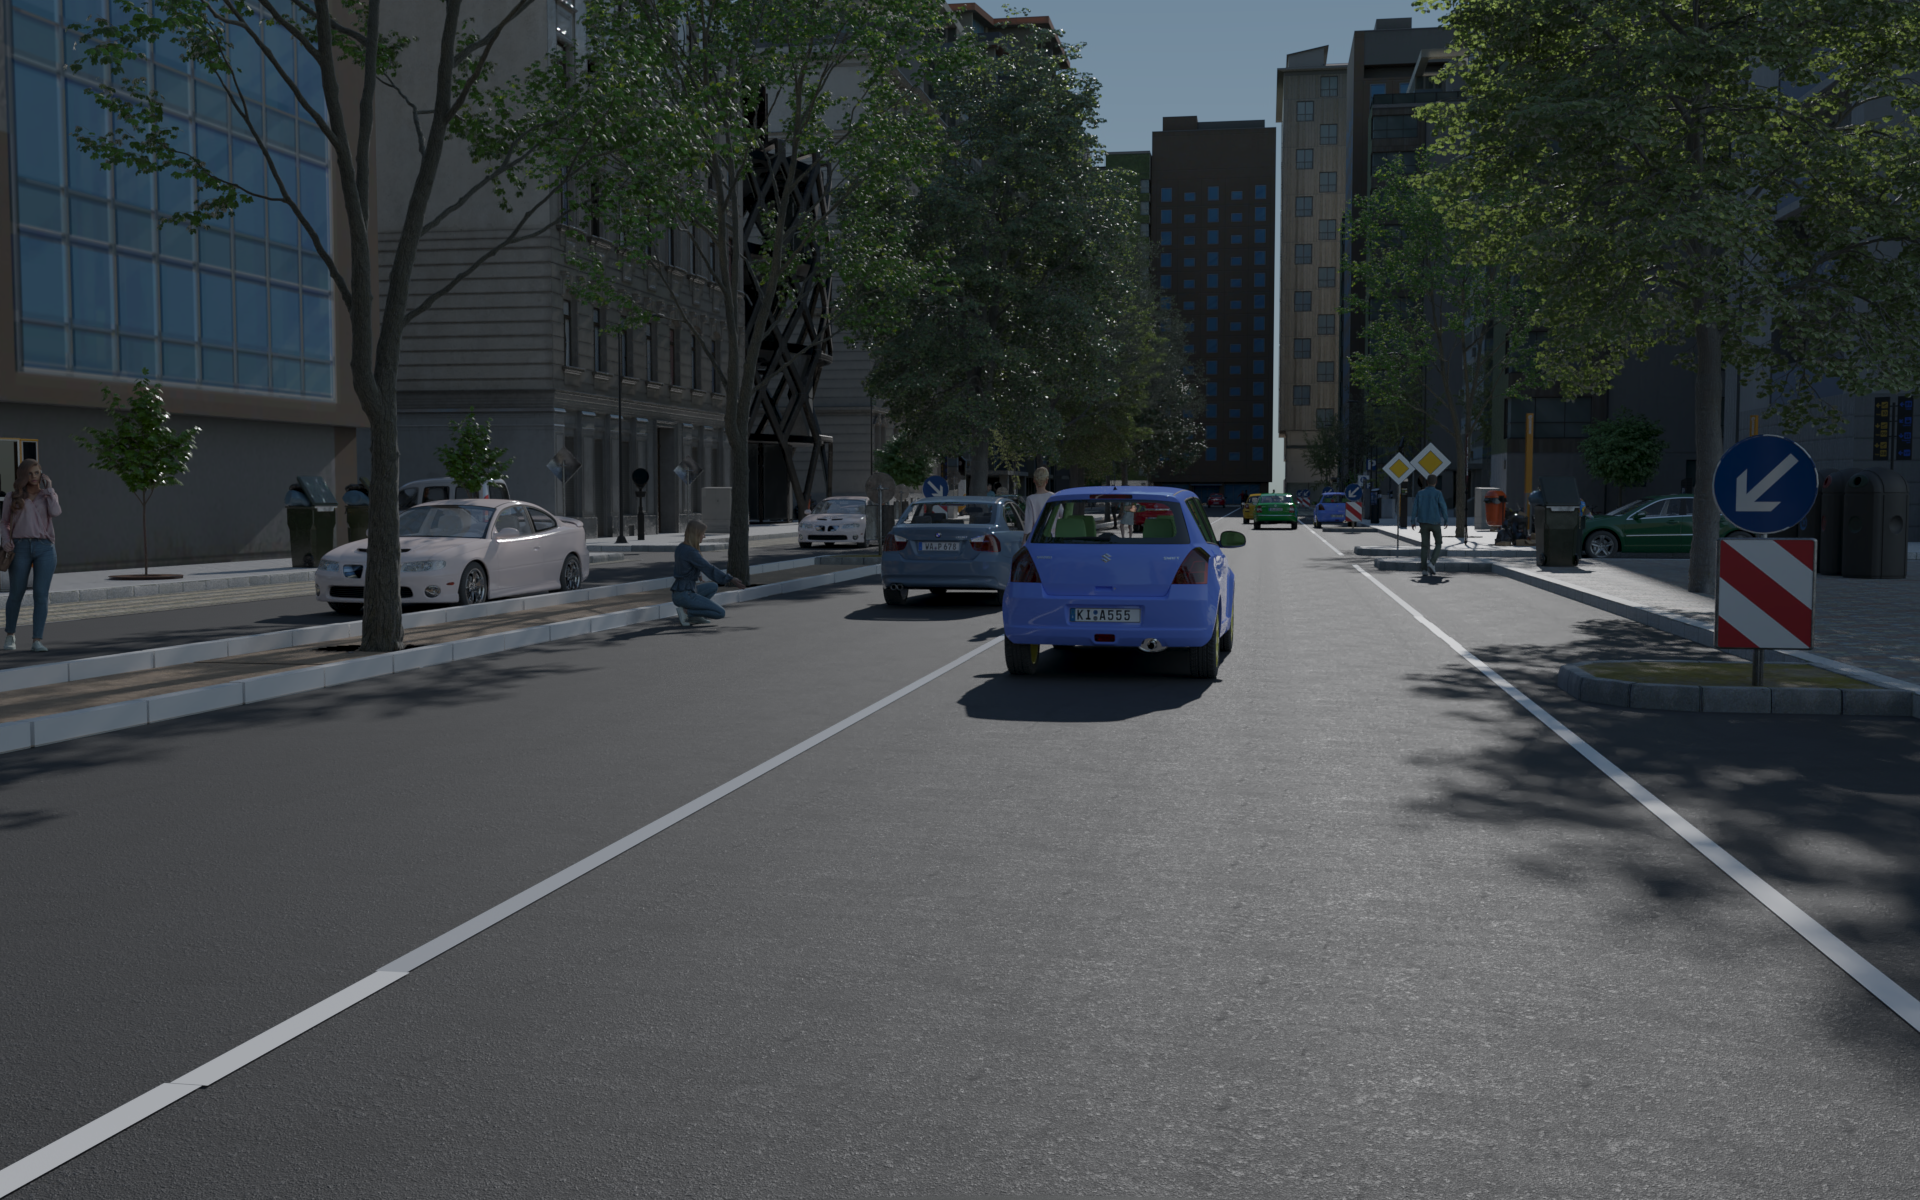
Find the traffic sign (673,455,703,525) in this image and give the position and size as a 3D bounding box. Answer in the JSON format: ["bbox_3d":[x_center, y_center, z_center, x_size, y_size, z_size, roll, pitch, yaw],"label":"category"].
[{"bbox_3d":[-6.966,-2.493,44.397,0.795,2.450,0.064,1,4,10],"label":"traffic sign"}]

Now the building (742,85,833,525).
[{"bbox_3d":[-14.273,-12.694,75.000,16.820,18.784,16.811,1,4,10],"label":"building"}]

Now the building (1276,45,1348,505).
[{"bbox_3d":[52.245,-38.029,211.006,27.495,52.752,28.713,1,4,10],"label":"building"}]

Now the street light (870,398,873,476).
[{"bbox_3d":[-3.251,-6.199,73.899,1.470,5.913,1.316,1,4,10],"label":"street light"}]

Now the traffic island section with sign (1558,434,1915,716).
[{"bbox_3d":[5.363,-0.223,12.270,1.989,1.847,2.006,1,4,10],"label":"traffic island section with sign"}]

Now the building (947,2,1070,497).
[{"bbox_3d":[-1.773,-30.864,159.244,22.147,44.769,28.867,1,4,10],"label":"building"}]

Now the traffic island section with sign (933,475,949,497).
[{"bbox_3d":[-0.483,-2.131,42.971,2.006,1.907,1.989,1,4,10],"label":"traffic island section with sign"}]

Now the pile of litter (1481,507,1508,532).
[{"bbox_3d":[18.392,-2.719,58.417,1.719,0.858,1.176,2,4,25],"label":"pile of litter"}]

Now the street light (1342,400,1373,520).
[{"bbox_3d":[19.863,-6.936,85.937,1.470,5.913,1.316,1,4,10],"label":"street light"}]

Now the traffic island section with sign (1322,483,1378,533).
[{"bbox_3d":[14.762,-3.485,65.613,1.989,1.847,2.006,1,4,10],"label":"traffic island section with sign"}]

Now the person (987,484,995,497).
[{"bbox_3d":[1.213,-3.700,68.861,0.748,1.841,0.638,-2,4,-33],"label":"person"}]

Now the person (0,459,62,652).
[{"bbox_3d":[-8.566,-0.415,15.872,0.593,1.750,0.643,-2,4,-30],"label":"person"}]

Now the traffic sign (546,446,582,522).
[{"bbox_3d":[-8.353,-2.012,36.533,0.795,2.450,0.064,1,4,10],"label":"traffic sign"}]

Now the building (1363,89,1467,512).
[{"bbox_3d":[36.916,-21.754,127.374,14.160,30.474,14.107,1,4,10],"label":"building"}]

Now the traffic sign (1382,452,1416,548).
[{"bbox_3d":[10.457,-2.304,41.314,0.795,2.450,0.064,1,4,10],"label":"traffic sign"}]

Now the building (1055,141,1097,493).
[{"bbox_3d":[6.686,-30.755,186.443,14.086,41.232,14.154,1,4,10],"label":"building"}]

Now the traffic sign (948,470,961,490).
[{"bbox_3d":[-0.313,-5.700,93.297,0.768,2.556,0.104,1,4,17],"label":"traffic sign"}]

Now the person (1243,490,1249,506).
[{"bbox_3d":[25.226,-8.807,152.516,0.705,1.821,1.348,-2,4,-24],"label":"person"}]

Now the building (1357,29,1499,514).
[{"bbox_3d":[49.838,-27.659,144.113,32.217,40.220,23.993,1,4,10],"label":"building"}]

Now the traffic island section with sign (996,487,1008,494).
[{"bbox_3d":[2.306,-5.294,95.186,1.989,1.847,2.006,1,4,10],"label":"traffic island section with sign"}]

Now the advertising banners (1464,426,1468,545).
[{"bbox_3d":[12.881,-2.927,44.039,0.090,3.025,2.074,1,4,16],"label":"advertising banners"}]

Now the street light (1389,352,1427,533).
[{"bbox_3d":[14.690,-5.155,56.830,1.470,5.913,1.316,1,4,10],"label":"street light"}]

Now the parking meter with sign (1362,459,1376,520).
[{"bbox_3d":[20.653,-5.584,87.557,0.543,3.016,1.738,0,4,4],"label":"parking meter with sign"}]

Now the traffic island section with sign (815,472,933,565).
[{"bbox_3d":[-1.779,-1.684,35.677,2.006,1.907,1.989,1,4,10],"label":"traffic island section with sign"}]

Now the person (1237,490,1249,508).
[{"bbox_3d":[29.637,-10.585,181.502,1.348,1.831,0.705,0,4,-5],"label":"person"}]

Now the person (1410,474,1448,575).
[{"bbox_3d":[8.245,-1.320,30.418,0.601,1.785,0.444,2,4,32],"label":"person"}]

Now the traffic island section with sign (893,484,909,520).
[{"bbox_3d":[-2.388,-3.670,68.637,1.989,1.847,2.006,1,4,10],"label":"traffic island section with sign"}]

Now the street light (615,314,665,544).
[{"bbox_3d":[-8.281,-4.420,44.801,1.470,5.913,1.316,1,4,10],"label":"street light"}]

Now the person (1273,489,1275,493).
[{"bbox_3d":[25.083,-7.937,138.357,1.348,1.812,0.705,-1,4,-23],"label":"person"}]

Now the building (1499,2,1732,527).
[{"bbox_3d":[29.247,-18.350,71.719,14.160,30.474,14.107,1,4,10],"label":"building"}]

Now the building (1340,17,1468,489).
[{"bbox_3d":[43.850,-31.453,164.364,14.600,45.320,14.200,1,4,10],"label":"building"}]

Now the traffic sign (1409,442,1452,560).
[{"bbox_3d":[9.069,-1.823,33.450,0.795,2.450,0.064,1,4,10],"label":"traffic sign"}]

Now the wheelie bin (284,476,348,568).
[{"bbox_3d":[-11.385,-1.371,30.325,0.693,1.594,0.980,1,4,19],"label":"wheelie bin"}]

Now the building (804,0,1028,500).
[{"bbox_3d":[-11.412,-27.023,133.712,32.217,40.220,23.993,1,4,10],"label":"building"}]

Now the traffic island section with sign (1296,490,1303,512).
[{"bbox_3d":[28.173,-8.133,141.598,1.989,1.847,2.006,1,4,10],"label":"traffic island section with sign"}]

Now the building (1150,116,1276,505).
[{"bbox_3d":[30.474,-34.111,207.818,14.200,45.320,14.600,1,4,10],"label":"building"}]

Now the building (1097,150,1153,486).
[{"bbox_3d":[16.497,-32.203,210.112,14.086,41.232,14.154,1,4,10],"label":"building"}]

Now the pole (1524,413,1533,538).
[{"bbox_3d":[14.385,-3.057,43.829,0.158,3.312,0.155,0,3,0],"label":"pole"}]

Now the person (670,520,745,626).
[{"bbox_3d":[-2.856,-0.313,19.120,0.738,1.151,1.012,-1,4,-21],"label":"person"}]

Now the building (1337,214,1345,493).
[{"bbox_3d":[46.194,-24.897,178.773,14.160,30.474,14.107,1,4,10],"label":"building"}]

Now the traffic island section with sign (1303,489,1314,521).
[{"bbox_3d":[19.504,-5.125,92.421,1.989,1.847,2.006,1,4,10],"label":"traffic island section with sign"}]

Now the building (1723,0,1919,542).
[{"bbox_3d":[38.449,-30.866,46.652,28.212,58.520,21.231,1,4,10],"label":"building"}]

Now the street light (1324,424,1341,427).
[{"bbox_3d":[24.888,-8.716,115.045,1.470,5.913,1.316,1,4,10],"label":"street light"}]

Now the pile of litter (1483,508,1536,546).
[{"bbox_3d":[13.969,-1.766,42.839,1.719,0.858,1.176,1,4,11],"label":"pile of litter"}]

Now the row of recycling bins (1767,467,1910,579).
[{"bbox_3d":[14.064,-1.266,27.807,1.069,1.692,3.534,0,4,2],"label":"row of recycling bins"}]

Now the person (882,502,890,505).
[{"bbox_3d":[-2.456,-2.754,54.539,0.512,1.701,0.522,0,4,-8],"label":"person"}]

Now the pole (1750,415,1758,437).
[{"bbox_3d":[20.521,-3.119,44.843,0.158,3.312,0.155,0,3,0],"label":"pole"}]

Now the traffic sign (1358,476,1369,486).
[{"bbox_3d":[22.026,-5.654,94.568,0.606,2.300,0.079,1,4,17],"label":"traffic sign"}]

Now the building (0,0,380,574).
[{"bbox_3d":[-20.652,-23.269,30.555,14.200,45.320,14.600,1,4,10],"label":"building"}]

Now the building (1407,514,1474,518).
[{"bbox_3d":[42.408,-24.926,99.413,32.217,40.220,23.993,1,4,10],"label":"building"}]

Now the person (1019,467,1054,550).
[{"bbox_3d":[1.114,-0.655,19.884,0.731,1.740,0.598,-3,5,-42],"label":"person"}]

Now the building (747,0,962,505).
[{"bbox_3d":[-8.705,-19.111,99.847,14.401,28.519,23.554,1,4,10],"label":"building"}]

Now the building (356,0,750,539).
[{"bbox_3d":[-14.037,-12.653,56.033,9.793,20.994,18.267,1,4,10],"label":"building"}]
